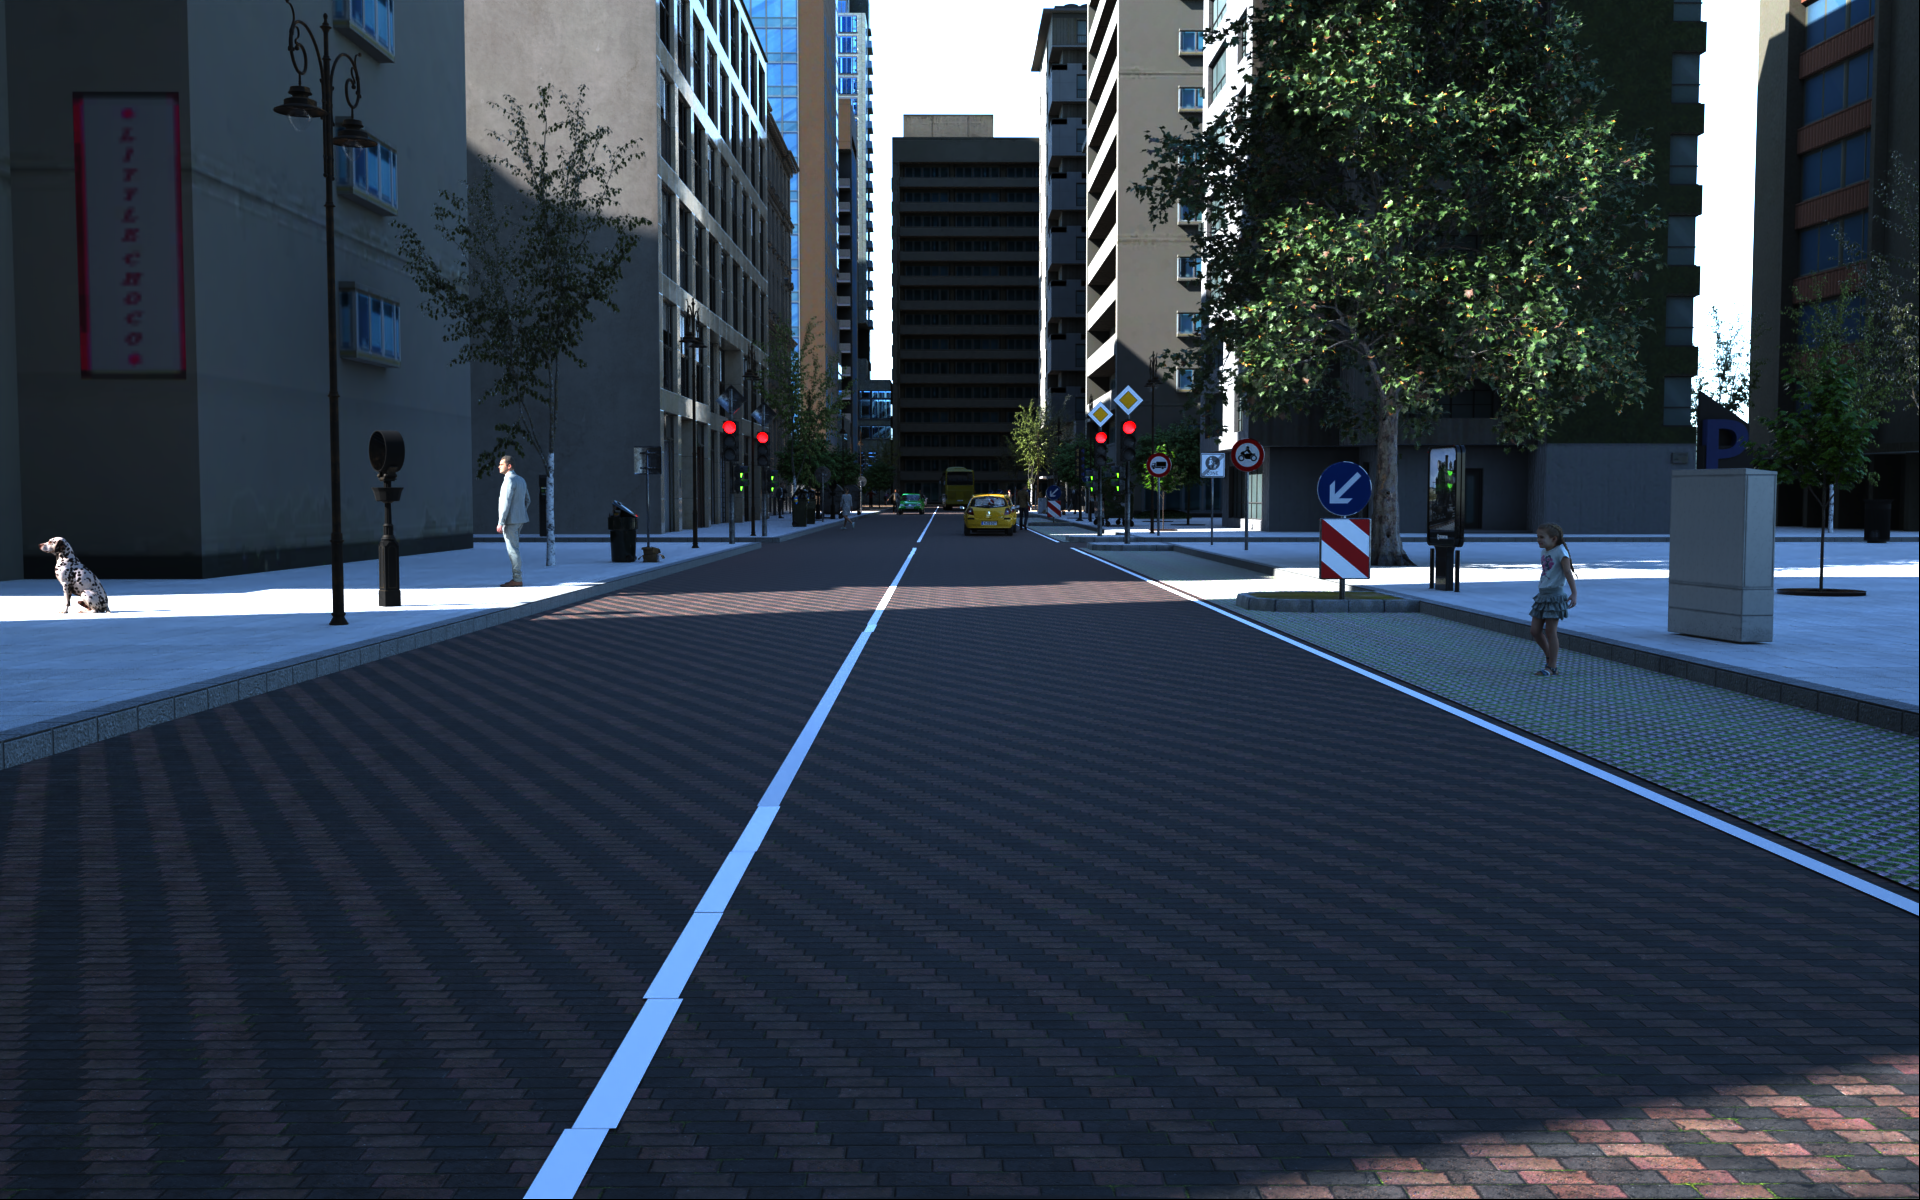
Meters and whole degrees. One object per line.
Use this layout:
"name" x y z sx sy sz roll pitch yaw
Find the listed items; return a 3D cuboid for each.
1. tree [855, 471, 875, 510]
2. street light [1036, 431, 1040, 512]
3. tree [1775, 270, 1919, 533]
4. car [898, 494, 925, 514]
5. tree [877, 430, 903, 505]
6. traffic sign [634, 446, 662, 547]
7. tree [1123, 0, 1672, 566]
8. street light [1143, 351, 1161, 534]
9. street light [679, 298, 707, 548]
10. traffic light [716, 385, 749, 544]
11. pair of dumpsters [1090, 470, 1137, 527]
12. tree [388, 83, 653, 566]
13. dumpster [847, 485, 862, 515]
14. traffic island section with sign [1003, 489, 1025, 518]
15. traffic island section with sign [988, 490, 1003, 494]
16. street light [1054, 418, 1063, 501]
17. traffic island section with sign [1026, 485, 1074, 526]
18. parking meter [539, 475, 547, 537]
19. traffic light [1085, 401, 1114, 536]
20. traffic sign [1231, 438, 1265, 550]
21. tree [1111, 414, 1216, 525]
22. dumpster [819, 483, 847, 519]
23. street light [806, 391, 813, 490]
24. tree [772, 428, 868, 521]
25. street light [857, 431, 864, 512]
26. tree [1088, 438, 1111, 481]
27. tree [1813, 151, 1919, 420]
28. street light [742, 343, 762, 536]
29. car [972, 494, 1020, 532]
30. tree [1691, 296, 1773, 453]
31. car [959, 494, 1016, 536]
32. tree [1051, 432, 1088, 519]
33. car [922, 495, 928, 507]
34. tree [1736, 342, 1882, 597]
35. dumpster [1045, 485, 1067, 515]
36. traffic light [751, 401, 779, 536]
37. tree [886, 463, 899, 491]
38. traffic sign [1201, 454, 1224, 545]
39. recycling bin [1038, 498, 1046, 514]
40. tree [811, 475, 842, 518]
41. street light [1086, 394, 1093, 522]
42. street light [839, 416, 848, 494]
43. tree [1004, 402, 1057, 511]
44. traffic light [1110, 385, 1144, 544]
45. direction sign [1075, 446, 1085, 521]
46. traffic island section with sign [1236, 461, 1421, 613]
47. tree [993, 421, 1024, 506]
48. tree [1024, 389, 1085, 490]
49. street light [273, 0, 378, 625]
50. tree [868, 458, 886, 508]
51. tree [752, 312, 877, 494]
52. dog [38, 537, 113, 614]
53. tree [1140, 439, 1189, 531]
"tree" -7.834 -9.101 143.397 1.663 3.219 1.824 0 3 0
"street light" 5.748 -9.453 127.345 0.468 5.910 1.993 0 4 0
"tree" 28.843 -6.506 56.728 4.737 8.622 4.395 0 3 0
"car" -3.462 -6.982 122.952 1.959 1.807 4.718 0 4 1
"tree" -8.697 -15.161 198.240 4.737 8.622 4.395 0 3 0
"traffic sign" -6.640 -2.124 36.855 0.606 2.300 0.079 0 4 6
"tree" 7.739 -6.960 30.798 9.611 12.733 9.660 0 3 0
"street light" 6.253 -5.101 56.189 0.468 5.910 1.993 0 4 0
"street light" -6.291 -4.171 40.987 0.468 5.910 1.993 0 4 0
"traffic light" -5.859 -3.401 44.523 0.839 4.253 0.868 0 4 0
"pair of dumpsters" 6.200 -4.127 69.970 1.574 2.255 4.437 0 4 0
"tree" -7.538 -4.916 30.735 4.360 8.622 3.978 0 3 0
"dumpster" -6.735 -6.174 106.703 1.264 1.857 1.865 0 4 0
"traffic island section with sign" 3.830 -5.933 105.633 1.989 1.847 2.006 0 4 0
"traffic island section with sign" 3.425 -8.922 154.509 1.989 1.847 2.006 0 4 0
"street light" 5.907 -8.009 103.741 0.468 5.910 1.993 0 4 0
"traffic island section with sign" 4.068 -4.234 77.849 1.989 1.847 2.006 0 4 0
"parking meter" -12.552 -2.847 52.266 0.255 1.863 0.399 -1 4 -19
"traffic light" 4.236 -3.895 52.608 0.839 4.253 0.868 0 4 0
"traffic sign" 6.544 -2.410 39.504 0.768 2.556 0.104 0 4 3
"tree" 9.342 -5.356 71.284 4.285 4.588 4.351 0 3 0
"dumpster" -6.713 -5.163 90.178 1.264 1.857 1.865 0 4 -1
"street light" -6.663 -6.361 76.785 0.468 5.910 1.993 0 4 0
"tree" -7.351 -6.115 83.699 4.285 4.588 4.351 0 3 0
"street light" -7.121 -9.272 124.381 0.468 5.910 1.993 0 4 0
"tree" 9.137 -5.914 80.403 4.285 4.588 4.351 0 3 0
"tree" 20.332 -5.243 36.082 4.360 8.622 3.978 0 3 0
"street light" -6.346 -4.905 52.978 0.468 5.910 1.993 0 4 0
"car" 1.291 -3.413 66.023 2.015 1.641 3.980 0 4 1
"tree" 28.259 -7.004 64.883 4.360 8.622 3.978 0 3 0
"car" 0.985 -3.112 61.107 2.015 1.641 3.980 0 4 0
"tree" 6.451 -6.580 91.291 4.285 4.588 4.351 0 3 0
"car" -4.617 -11.098 193.815 2.083 1.381 4.827 0 4 0
"tree" 11.110 -1.687 22.189 1.663 3.219 1.824 0 3 0
"dumpster" 5.919 -6.152 106.337 1.264 1.857 1.865 0 4 0
"traffic light" -5.925 -3.889 52.508 0.839 4.253 0.868 0 4 0
"tree" -7.122 -10.455 154.650 4.285 4.588 4.351 0 3 0
"traffic sign" 6.319 -2.524 43.398 0.606 2.300 0.079 0 4 3
"recycling bin" 5.482 -6.179 113.584 0.722 1.027 0.722 0 4 3
"tree" -7.353 -5.986 92.476 1.663 3.219 1.824 0 3 0
"street light" 6.052 -6.566 80.136 0.468 5.910 1.993 0 4 0
"street light" -6.802 -7.828 100.778 0.468 5.910 1.993 0 4 0
"tree" 5.925 -11.633 140.565 4.737 8.622 4.395 0 3 0
"traffic light" 4.302 -3.407 44.623 0.839 4.253 0.868 0 4 0
"direction sign" 5.710 -5.542 82.609 0.379 3.537 0.876 2 4 33
"traffic island section with sign" 4.539 -0.801 21.732 1.989 1.847 2.006 0 4 0
"tree" 5.468 -13.660 173.709 4.360 8.622 3.978 0 3 0
"tree" 6.732 -10.414 120.625 4.360 8.622 3.978 0 3 0
"street light" -6.100 -2.693 16.826 0.468 5.910 1.993 0 4 0
"tree" -7.754 -7.769 110.734 4.285 4.588 4.351 0 3 0
"tree" -6.539 -7.368 70.827 4.737 8.622 4.395 0 3 0
"dog" -9.397 -0.260 18.630 0.800 0.831 0.513 1 4 21
"tree" 7.221 -4.030 60.489 1.663 3.219 1.824 0 3 0
